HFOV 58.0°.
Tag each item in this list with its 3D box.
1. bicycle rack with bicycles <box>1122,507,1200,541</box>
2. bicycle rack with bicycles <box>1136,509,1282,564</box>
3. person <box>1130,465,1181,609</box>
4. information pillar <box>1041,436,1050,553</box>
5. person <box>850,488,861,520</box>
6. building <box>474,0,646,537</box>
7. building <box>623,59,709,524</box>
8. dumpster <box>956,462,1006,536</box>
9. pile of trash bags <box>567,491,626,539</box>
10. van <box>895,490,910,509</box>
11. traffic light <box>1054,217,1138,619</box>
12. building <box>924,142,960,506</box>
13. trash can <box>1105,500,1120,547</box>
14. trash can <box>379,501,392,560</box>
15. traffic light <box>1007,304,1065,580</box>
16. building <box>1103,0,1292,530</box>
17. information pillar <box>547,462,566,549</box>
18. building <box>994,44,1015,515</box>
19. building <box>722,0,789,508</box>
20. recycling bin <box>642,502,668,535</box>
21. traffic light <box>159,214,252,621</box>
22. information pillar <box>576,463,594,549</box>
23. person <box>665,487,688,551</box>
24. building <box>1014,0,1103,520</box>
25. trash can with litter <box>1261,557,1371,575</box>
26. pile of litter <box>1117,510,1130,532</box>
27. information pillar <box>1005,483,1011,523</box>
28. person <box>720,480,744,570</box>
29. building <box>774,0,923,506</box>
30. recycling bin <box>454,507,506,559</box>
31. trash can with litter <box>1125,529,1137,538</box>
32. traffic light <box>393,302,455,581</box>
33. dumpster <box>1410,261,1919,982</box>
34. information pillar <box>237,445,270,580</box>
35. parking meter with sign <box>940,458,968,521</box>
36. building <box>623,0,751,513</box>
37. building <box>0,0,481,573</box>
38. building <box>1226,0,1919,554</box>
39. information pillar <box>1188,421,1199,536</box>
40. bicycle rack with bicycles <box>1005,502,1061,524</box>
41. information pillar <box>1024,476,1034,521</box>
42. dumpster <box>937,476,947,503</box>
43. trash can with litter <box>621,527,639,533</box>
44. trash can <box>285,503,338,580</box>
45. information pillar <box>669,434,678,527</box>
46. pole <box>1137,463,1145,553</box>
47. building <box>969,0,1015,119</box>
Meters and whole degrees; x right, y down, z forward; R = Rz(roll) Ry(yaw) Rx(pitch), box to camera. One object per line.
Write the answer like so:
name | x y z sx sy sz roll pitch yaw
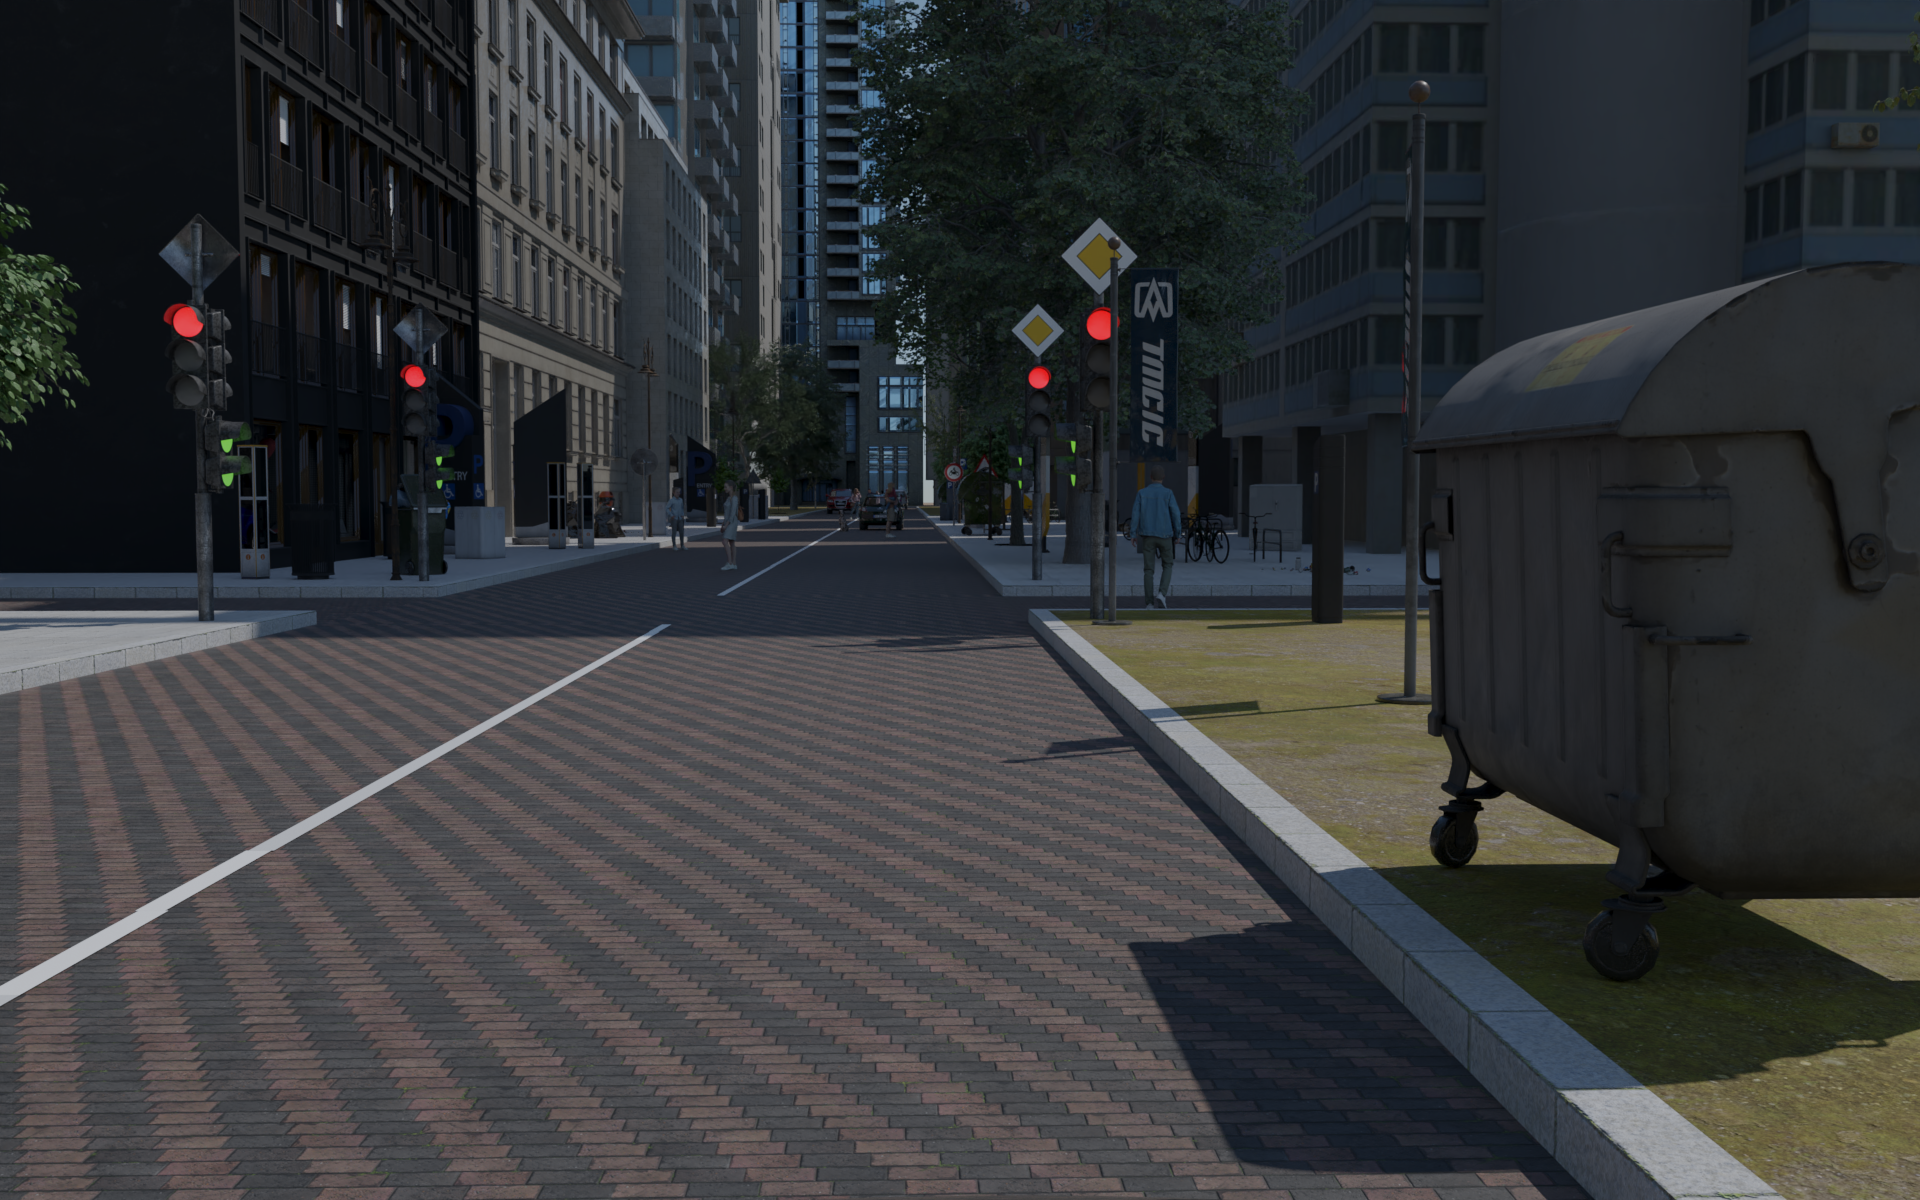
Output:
bicycle rack with bicycles | 5.833 -2.121 48.064 2.925 0.926 2.852 -1 4 -22
bicycle rack with bicycles | 4.967 -1.201 33.014 2.852 0.926 2.925 0 4 1
person | 2.385 -0.750 21.105 0.601 1.785 0.444 1 4 14
information pillar | 1.850 -2.837 37.735 0.183 3.616 0.504 -1 4 -12
person | -5.936 -5.415 97.626 0.593 1.750 0.643 -2 4 -29
building | -20.850 -13.778 58.550 16.112 22.955 30.059 0 4 -2
building | -18.173 -13.941 82.689 10.420 20.320 16.860 0 4 -2
dumpster | 0.663 -3.165 54.249 1.502 2.255 1.985 0 4 -2
pile of trash bags | -10.801 -2.539 51.260 1.912 1.369 3.447 0 4 1
van | -5.837 -9.722 165.969 2.013 2.044 4.112 0 4 -1
traffic light | 1.394 -1.762 17.727 0.839 4.253 0.868 0 4 -2
building | 3.084 -31.249 194.522 14.086 41.232 14.154 0 4 -2
trash can | 3.485 -1.844 41.797 0.748 1.137 0.748 0 3 0
trash can | -11.033 -1.370 34.060 0.748 1.137 0.748 0 3 0
traffic light | 1.129 -2.250 25.708 0.839 4.253 0.868 0 4 -2
building | 12.408 -18.169 68.763 14.160 30.474 14.107 0 4 -2
information pillar | -9.376 -2.188 40.265 0.304 2.012 0.304 1 4 18
building | 8.947 -20.984 114.793 14.160 30.474 14.107 0 4 -2
building | -30.181 -34.763 157.612 27.495 52.752 28.713 0 4 -2
recycling bin | -9.519 -2.541 54.100 0.722 1.027 0.722 0 4 -4
traffic light | -7.611 -1.743 17.413 0.839 4.253 0.868 0 4 -2
information pillar | -8.802 -2.215 40.708 0.304 2.012 0.304 -2 4 -34
person | -7.204 -2.061 44.013 0.589 1.601 0.330 -3 5 -39
building | 10.191 -26.927 90.361 14.600 45.320 14.200 0 4 -2
trash can with litter | 5.952 -1.063 28.439 1.678 1.210 2.233 0 4 -2
pile of litter | 5.510 -2.787 59.538 1.176 0.858 1.719 2 4 24
information pillar | 2.108 -5.301 78.027 0.504 3.616 0.183 0 4 -3
person | -4.363 -1.434 32.948 0.522 1.701 0.512 -2 4 -24
building | -19.825 -54.070 196.709 31.000 86.520 22.319 0 4 -2
recycling bin | -9.555 -1.341 34.481 0.722 1.027 0.722 2 4 25
trash can with litter | 5.282 -2.407 50.735 1.055 1.170 0.624 3 5 40
traffic light | -7.876 -2.231 25.394 0.839 4.253 0.868 0 4 -2
dumpster | 2.229 0.033 5.217 1.264 1.857 1.865 0 4 -2
information pillar | -10.634 -1.321 26.085 0.304 2.012 0.304 1 4 19
parking meter with sign | -0.333 -5.356 83.836 0.543 3.016 1.738 2 4 34
building | -26.617 -30.269 114.513 23.786 49.044 30.456 0 4 -2
building | -17.987 -12.567 35.144 12.332 23.373 15.834 0 4 -2
building | 19.834 -21.408 41.898 23.993 40.220 32.217 0 4 -2
information pillar | 6.961 -3.694 51.749 0.183 3.616 0.504 -1 4 -23
bicycle rack with bicycles | 3.341 -3.862 76.530 2.925 0.926 2.852 -3 4 -38
information pillar | 3.293 -5.583 82.632 0.504 3.616 0.183 -1 4 -8
dumpster | -0.366 -5.171 87.034 1.502 2.255 1.985 0 4 -2
trash can with litter | -11.650 -2.873 58.028 1.678 1.210 2.233 -1 4 -13
trash can | -9.757 -0.883 26.098 0.748 1.137 0.748 0 3 0
information pillar | -11.116 -4.643 67.274 0.183 3.616 0.504 -3 5 -44
pole | 3.906 -2.663 37.379 0.158 3.312 0.155 0 3 0
building | 7.524 -28.083 142.753 14.154 41.232 14.086 0 4 -2
